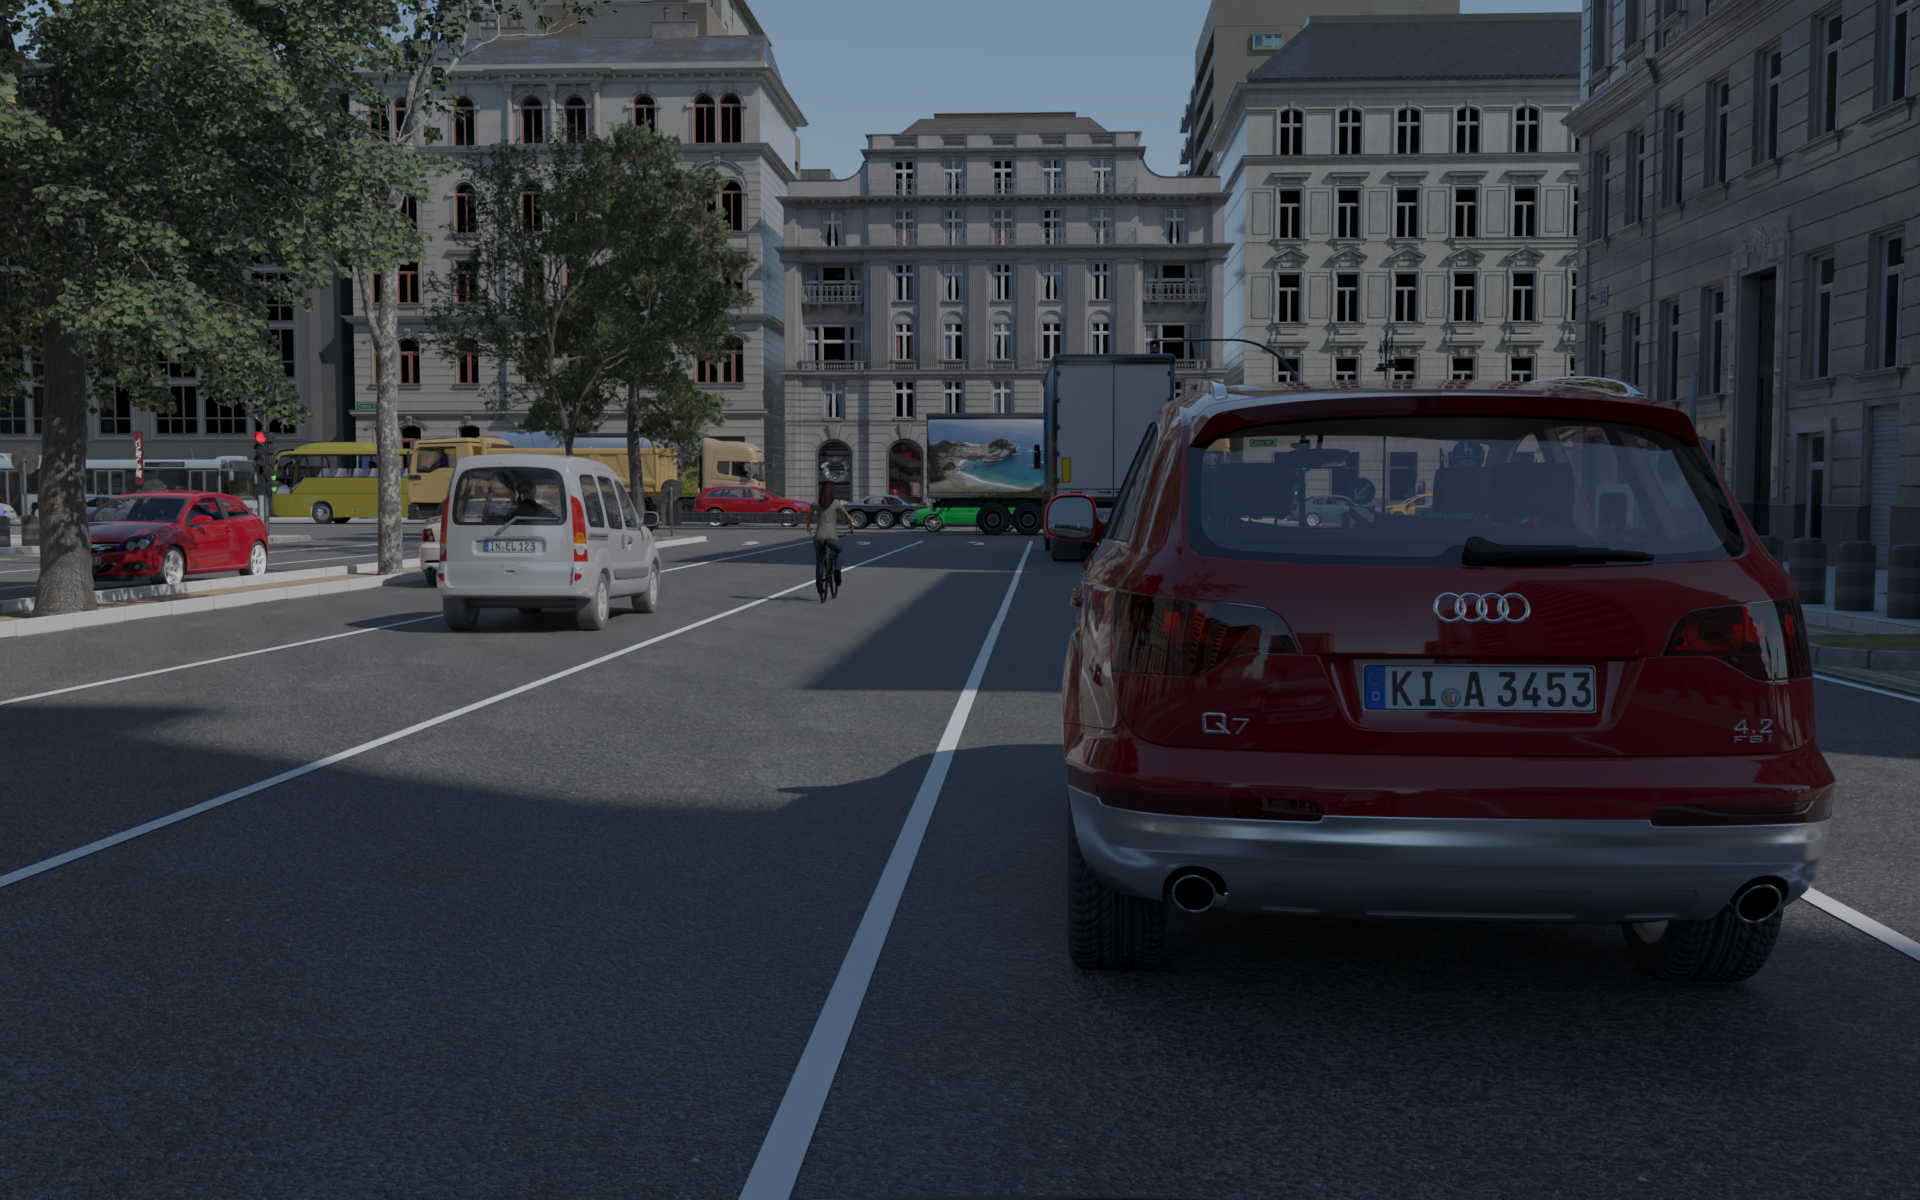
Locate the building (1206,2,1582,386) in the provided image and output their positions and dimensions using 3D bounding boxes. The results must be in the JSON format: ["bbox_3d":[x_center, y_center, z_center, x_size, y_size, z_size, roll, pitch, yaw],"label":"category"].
[{"bbox_3d":[36.707,-19.613,97.084,44.131,29.872,17.030,0,4,3],"label":"building"}]

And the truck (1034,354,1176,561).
[{"bbox_3d":[3.208,-3.139,40.235,2.839,4.237,11.283,0,4,1],"label":"truck"}]

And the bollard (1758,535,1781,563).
[{"bbox_3d":[9.988,-0.414,21.485,0.404,0.777,0.398,0,3,0],"label":"bollard"}]

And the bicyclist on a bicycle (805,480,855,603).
[{"bbox_3d":[-1.765,-0.807,23.210,1.499,1.676,1.625,0,4,4],"label":"bicyclist on a bicycle"}]

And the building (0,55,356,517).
[{"bbox_3d":[-45.151,-18.733,99.790,24.014,27.812,14.314,0,4,3],"label":"building"}]

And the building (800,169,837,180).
[{"bbox_3d":[-20.298,-38.943,260.427,21.600,48.544,21.300,0,4,3],"label":"building"}]

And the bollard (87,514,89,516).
[{"bbox_3d":[-22.831,-1.862,45.163,0.404,0.777,0.398,0,3,0],"label":"bollard"}]

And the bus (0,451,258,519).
[{"bbox_3d":[-37.960,-5.121,78.581,13.247,3.499,2.948,0,4,5],"label":"bus"}]

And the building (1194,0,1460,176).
[{"bbox_3d":[33.364,-32.903,161.673,21.300,48.544,21.600,0,4,3],"label":"building"}]

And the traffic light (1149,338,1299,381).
[{"bbox_3d":[7.895,-4.645,50.610,4.771,5.953,1.251,0,4,3],"label":"traffic light"}]

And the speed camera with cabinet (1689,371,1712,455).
[{"bbox_3d":[11.396,-2.093,28.551,0.660,3.252,2.038,-1,4,-21],"label":"speed camera with cabinet"}]

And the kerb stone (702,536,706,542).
[{"bbox_3d":[-7.762,-1.817,51.896,0.120,0.150,1.000,0,4,3],"label":"kerb stone"}]

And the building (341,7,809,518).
[{"bbox_3d":[-21.212,-19.012,98.229,23.554,28.519,14.401,0,4,3],"label":"building"}]

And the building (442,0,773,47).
[{"bbox_3d":[-35.203,-36.018,178.139,28.713,52.752,27.495,0,4,3],"label":"building"}]

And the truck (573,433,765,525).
[{"bbox_3d":[-14.068,-5.592,80.340,11.283,4.237,2.839,0,4,4],"label":"truck"}]

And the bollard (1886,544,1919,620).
[{"bbox_3d":[9.799,-0.193,17.879,0.404,0.777,0.398,0,3,0],"label":"bollard"}]

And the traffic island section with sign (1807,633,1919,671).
[{"bbox_3d":[8.163,-0.378,14.815,1.989,1.847,2.006,0,4,3],"label":"traffic island section with sign"}]

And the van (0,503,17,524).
[{"bbox_3d":[-41.503,-3.976,72.027,4.112,2.044,2.013,0,4,3],"label":"van"}]

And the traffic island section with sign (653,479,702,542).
[{"bbox_3d":[-8.794,-2.681,51.973,2.006,1.907,1.989,0,4,3],"label":"traffic island section with sign"}]

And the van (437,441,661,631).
[{"bbox_3d":[-4.527,-0.768,19.564,2.013,2.044,4.112,0,4,2],"label":"van"}]

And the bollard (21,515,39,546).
[{"bbox_3d":[-22.959,-1.715,42.763,0.404,0.777,0.398,0,3,0],"label":"bollard"}]

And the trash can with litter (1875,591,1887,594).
[{"bbox_3d":[12.464,-0.657,21.799,2.233,1.210,1.678,1,4,15],"label":"trash can with litter"}]

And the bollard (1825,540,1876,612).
[{"bbox_3d":[9.860,-0.267,19.079,0.404,0.777,0.398,0,3,0],"label":"bollard"}]

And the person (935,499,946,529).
[{"bbox_3d":[-0.798,-3.676,70.871,0.482,1.546,0.388,0,4,-3],"label":"person"}]

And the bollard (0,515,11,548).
[{"bbox_3d":[-23.017,-1.642,41.563,0.404,0.777,0.398,0,3,0],"label":"bollard"}]

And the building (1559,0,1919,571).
[{"bbox_3d":[21.247,-14.424,33.091,12.463,27.353,25.104,0,4,3],"label":"building"}]

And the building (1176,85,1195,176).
[{"bbox_3d":[35.369,-34.738,187.568,23.786,49.044,30.456,0,4,3],"label":"building"}]

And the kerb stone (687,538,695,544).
[{"bbox_3d":[-7.866,-1.691,49.838,0.120,0.150,1.000,0,4,3],"label":"kerb stone"}]

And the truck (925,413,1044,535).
[{"bbox_3d":[4.505,-4.401,60.866,11.283,4.237,2.839,0,4,4],"label":"truck"}]

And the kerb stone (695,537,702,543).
[{"bbox_3d":[-7.813,-1.749,50.870,0.120,0.150,1.000,0,4,3],"label":"kerb stone"}]

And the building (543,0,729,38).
[{"bbox_3d":[-28.196,-30.996,156.892,14.600,45.320,14.200,0,4,3],"label":"building"}]

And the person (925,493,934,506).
[{"bbox_3d":[-1.290,-4.107,75.825,0.728,1.800,0.709,3,4,38],"label":"person"}]

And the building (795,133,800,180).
[{"bbox_3d":[-26.449,-33.678,200.745,14.200,45.320,14.600,0,4,3],"label":"building"}]

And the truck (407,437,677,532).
[{"bbox_3d":[-14.870,-3.915,59.927,9.791,3.379,3.469,0,4,4],"label":"truck"}]

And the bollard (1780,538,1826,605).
[{"bbox_3d":[9.925,-0.341,20.285,0.404,0.777,0.398,0,3,0],"label":"bollard"}]

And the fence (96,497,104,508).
[{"bbox_3d":[-65.064,-7.441,132.867,0.480,1.192,2.264,1,4,18],"label":"fence"}]

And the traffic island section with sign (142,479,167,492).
[{"bbox_3d":[-21.038,-2.202,44.636,1.989,1.847,2.006,0,4,3],"label":"traffic island section with sign"}]

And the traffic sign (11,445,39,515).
[{"bbox_3d":[-24.202,-2.736,44.842,0.768,2.556,0.104,0,4,5],"label":"traffic sign"}]

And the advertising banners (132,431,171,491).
[{"bbox_3d":[-22.905,-3.240,49.166,0.090,3.025,2.074,0,4,3],"label":"advertising banners"}]

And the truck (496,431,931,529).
[{"bbox_3d":[-10.526,-4.975,71.095,18.799,4.110,2.967,0,4,3],"label":"truck"}]

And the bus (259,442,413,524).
[{"bbox_3d":[-26.888,-5.587,82.896,12.252,3.916,2.896,0,4,2],"label":"bus"}]

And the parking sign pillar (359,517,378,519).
[{"bbox_3d":[-30.323,-6.173,89.398,1.447,3.967,1.447,-3,4,-36],"label":"parking sign pillar"}]

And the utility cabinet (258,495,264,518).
[{"bbox_3d":[-37.065,-4.943,91.975,0.306,1.237,1.020,-2,4,-26],"label":"utility cabinet"}]

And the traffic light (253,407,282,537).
[{"bbox_3d":[-20.931,-3.872,52.235,0.839,4.253,0.868,0,4,3],"label":"traffic light"}]

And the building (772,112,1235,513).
[{"bbox_3d":[2.535,-15.591,96.712,24.055,21.916,13.314,0,4,3],"label":"building"}]
